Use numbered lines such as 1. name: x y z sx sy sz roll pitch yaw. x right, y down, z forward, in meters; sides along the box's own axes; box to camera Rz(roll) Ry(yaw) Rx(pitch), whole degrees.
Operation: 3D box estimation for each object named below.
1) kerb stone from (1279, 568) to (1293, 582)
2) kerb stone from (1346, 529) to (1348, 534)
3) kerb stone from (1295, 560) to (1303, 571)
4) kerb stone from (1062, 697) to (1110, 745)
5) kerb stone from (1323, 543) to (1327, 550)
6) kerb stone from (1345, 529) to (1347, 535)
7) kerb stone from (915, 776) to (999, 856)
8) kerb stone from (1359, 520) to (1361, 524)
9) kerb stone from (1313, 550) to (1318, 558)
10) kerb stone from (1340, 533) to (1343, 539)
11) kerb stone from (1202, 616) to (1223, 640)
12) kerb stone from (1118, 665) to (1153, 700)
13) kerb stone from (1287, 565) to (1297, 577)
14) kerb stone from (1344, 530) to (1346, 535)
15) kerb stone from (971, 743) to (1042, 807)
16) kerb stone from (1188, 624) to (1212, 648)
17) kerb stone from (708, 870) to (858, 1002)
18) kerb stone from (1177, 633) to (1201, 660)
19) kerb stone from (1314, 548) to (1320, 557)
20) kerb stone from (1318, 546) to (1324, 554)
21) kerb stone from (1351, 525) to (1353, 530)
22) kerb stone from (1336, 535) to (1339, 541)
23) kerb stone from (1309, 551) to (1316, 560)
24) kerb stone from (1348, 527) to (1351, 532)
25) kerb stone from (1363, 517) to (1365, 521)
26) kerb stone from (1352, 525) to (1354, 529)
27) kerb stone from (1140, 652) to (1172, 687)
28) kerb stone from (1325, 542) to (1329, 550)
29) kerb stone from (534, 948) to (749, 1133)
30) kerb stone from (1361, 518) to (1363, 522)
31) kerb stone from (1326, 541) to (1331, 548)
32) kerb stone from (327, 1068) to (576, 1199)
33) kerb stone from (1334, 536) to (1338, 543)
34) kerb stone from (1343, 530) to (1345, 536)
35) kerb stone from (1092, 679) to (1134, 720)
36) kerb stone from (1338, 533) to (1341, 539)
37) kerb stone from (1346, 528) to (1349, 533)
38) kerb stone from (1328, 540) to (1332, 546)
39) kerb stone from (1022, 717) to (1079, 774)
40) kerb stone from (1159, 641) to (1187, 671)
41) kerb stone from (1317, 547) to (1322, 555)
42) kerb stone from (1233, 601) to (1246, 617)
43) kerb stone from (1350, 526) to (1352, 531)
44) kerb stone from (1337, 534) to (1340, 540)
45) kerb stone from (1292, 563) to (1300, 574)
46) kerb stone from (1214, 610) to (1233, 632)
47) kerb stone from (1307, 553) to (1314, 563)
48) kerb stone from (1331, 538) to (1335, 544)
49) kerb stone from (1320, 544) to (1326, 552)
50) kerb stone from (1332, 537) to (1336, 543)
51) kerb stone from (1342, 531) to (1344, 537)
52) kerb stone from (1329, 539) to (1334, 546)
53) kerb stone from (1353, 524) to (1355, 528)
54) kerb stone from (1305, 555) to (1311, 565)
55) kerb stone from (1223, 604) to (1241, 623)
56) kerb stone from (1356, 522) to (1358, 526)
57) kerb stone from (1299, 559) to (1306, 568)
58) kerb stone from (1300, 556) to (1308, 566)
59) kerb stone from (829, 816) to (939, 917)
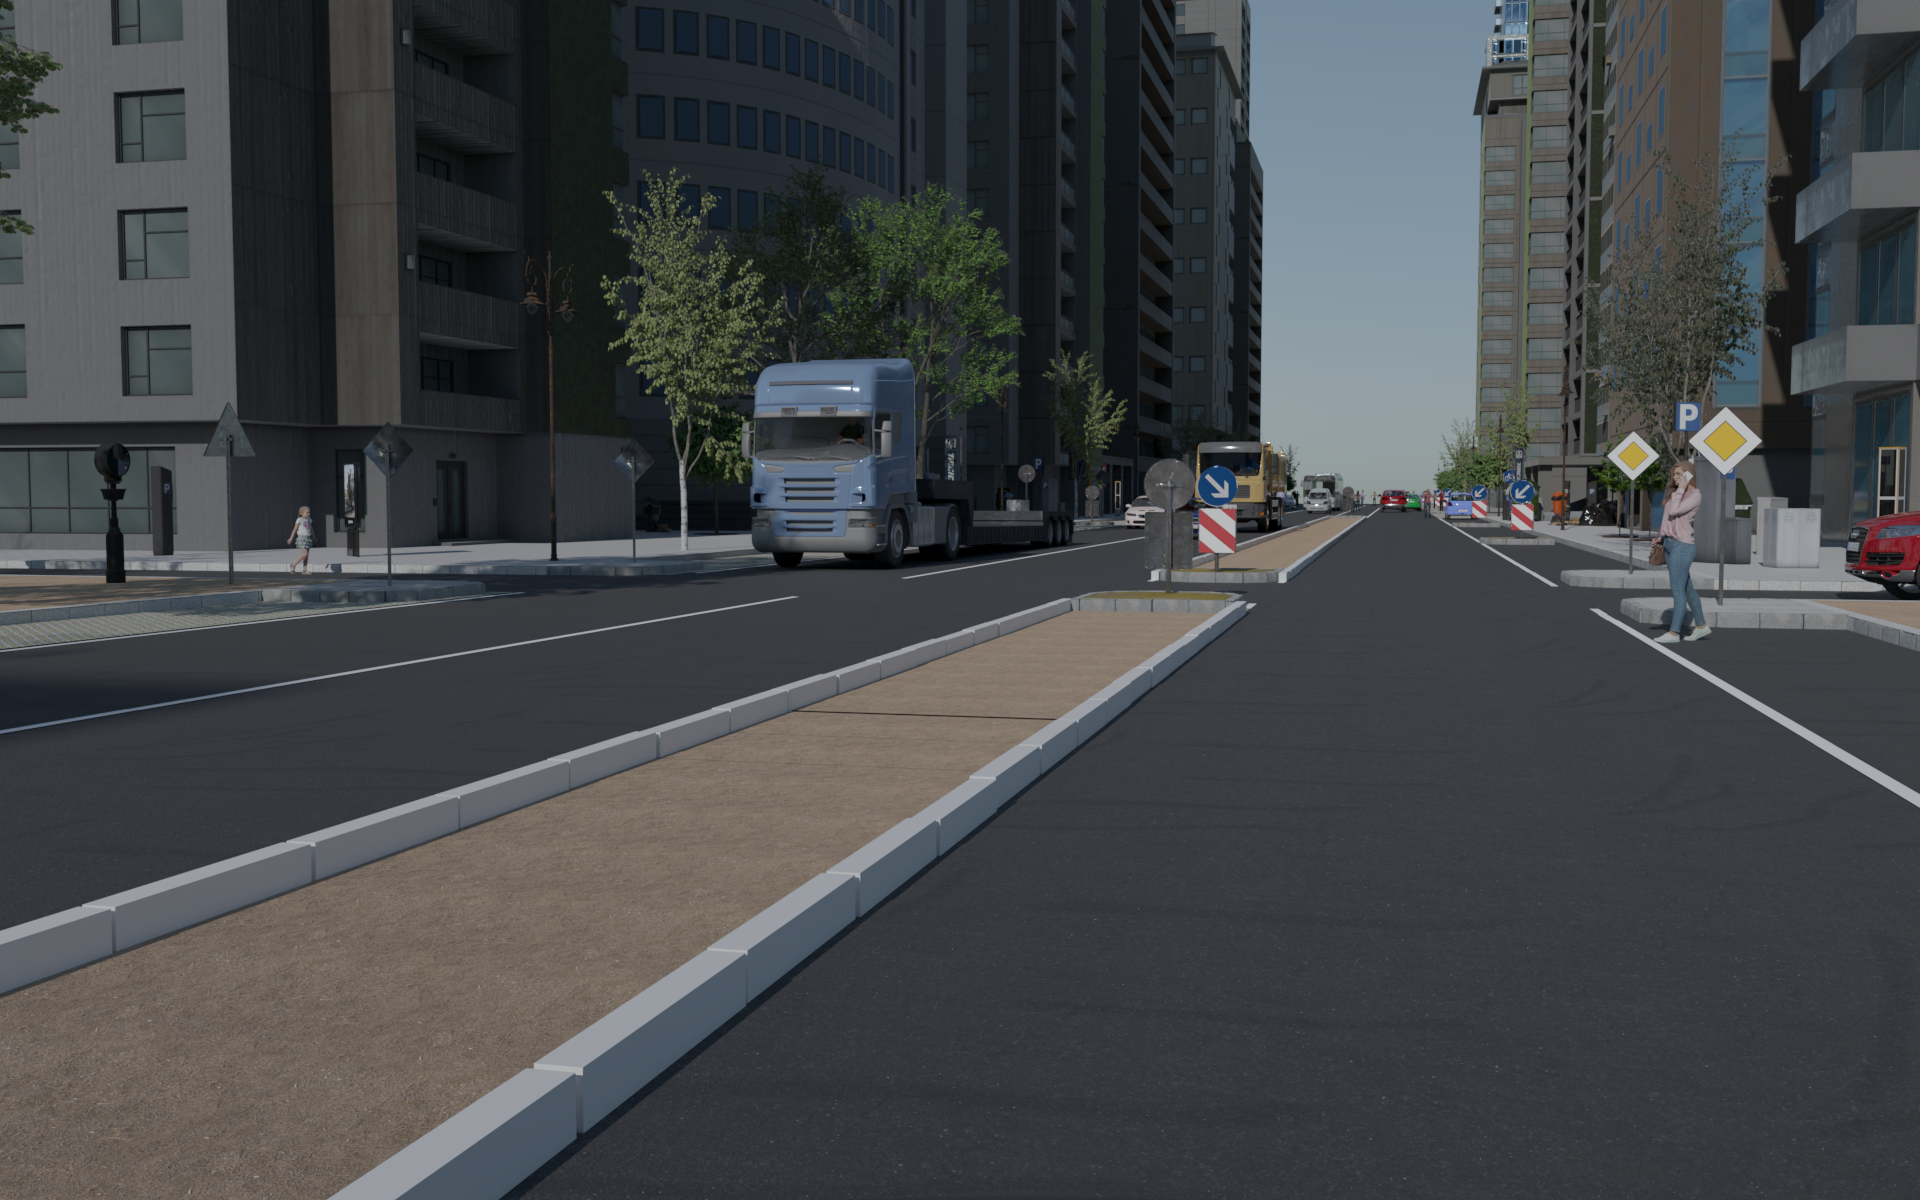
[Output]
1. kerb stone: 5.393 -0.398 28.779 0.120 0.150 1.000 1 4 14
2. kerb stone: 13.185 -2.280 59.560 0.120 0.150 1.000 1 4 14
3. kerb stone: 6.157 -0.585 31.752 0.120 0.150 1.000 1 4 14
4. kerb stone: 0.737 0.727 10.343 0.120 0.150 1.000 1 4 14
5. kerb stone: 8.905 -1.252 42.662 0.120 0.150 1.000 1 4 14
6. kerb stone: 12.940 -2.223 58.566 0.120 0.150 1.000 1 4 14
7. kerb stone: -0.015 0.913 7.352 0.120 0.150 1.000 1 4 14
8. kerb stone: 17.966 -3.437 78.461 0.120 0.150 1.000 1 4 14
9. kerb stone: 7.652 -0.949 37.705 0.120 0.150 1.000 1 4 14
10. kerb stone: 11.682 -1.920 53.585 0.120 0.150 1.000 1 4 14
11. kerb stone: 2.494 0.299 17.299 0.120 0.150 1.000 1 4 14
12. kerb stone: 1.228 0.606 12.333 0.120 0.150 1.000 1 4 14
13. kerb stone: 5.655 -0.463 29.770 0.120 0.150 1.000 1 4 14
14. kerb stone: 12.683 -2.162 57.566 0.120 0.150 1.000 1 4 14
15. kerb stone: 0.225 0.847 8.348 0.120 0.150 1.000 1 4 14
16. kerb stone: 2.236 0.360 16.303 0.120 0.150 1.000 1 4 14
17. kerb stone: -0.533 1.029 5.368 0.120 0.150 1.000 1 4 14
18. kerb stone: 1.990 0.428 15.311 0.120 0.150 1.000 1 4 14
19. kerb stone: 7.908 -1.007 38.695 0.120 0.150 1.000 1 4 14
20. kerb stone: 8.408 -1.123 40.680 0.120 0.150 1.000 1 4 14
21. kerb stone: 14.695 -2.649 65.511 0.120 0.150 1.000 1 4 14
22. kerb stone: 10.919 -1.735 50.608 0.120 0.150 1.000 1 4 14
23. kerb stone: 7.414 -0.885 36.711 0.120 0.150 1.000 1 4 14
24. kerb stone: 13.942 -2.463 62.539 0.120 0.150 1.000 1 4 14
25. kerb stone: 20.239 -3.988 87.398 0.120 0.150 1.000 1 4 14
26. kerb stone: 14.947 -2.710 66.510 0.120 0.150 1.000 1 4 14
27. kerb stone: 1.489 0.543 13.321 0.120 0.150 1.000 1 4 14
28. kerb stone: 9.162 -1.312 43.651 0.120 0.150 1.000 1 4 14
29. kerb stone: -0.779 1.090 4.376 0.120 0.150 1.000 1 4 14
30. kerb stone: 19.471 -3.803 84.411 0.120 0.150 1.000 1 4 14
31. kerb stone: 9.412 -1.373 44.645 0.120 0.150 1.000 1 4 14
32. kerb stone: -1.033 1.152 3.377 0.120 0.150 1.000 1 4 14
33. kerb stone: 10.670 -1.677 49.617 0.120 0.150 1.000 1 4 14
34. kerb stone: 12.432 -2.103 56.575 0.120 0.150 1.000 1 4 14
35. kerb stone: 0.987 0.665 11.339 0.120 0.150 1.000 1 4 14
36. kerb stone: 11.421 -1.859 52.590 0.120 0.150 1.000 1 4 14
37. kerb stone: 13.436 -2.346 60.558 0.120 0.150 1.000 1 4 14
38. kerb stone: 9.659 -1.434 45.636 0.120 0.150 1.000 1 4 14
39. kerb stone: 0.482 0.786 9.351 0.120 0.150 1.000 1 4 14
40. kerb stone: 1.739 0.482 14.320 0.120 0.150 1.000 1 4 14
41. kerb stone: 8.162 -1.069 39.688 0.120 0.150 1.000 1 4 14
42. kerb stone: 3.250 0.120 20.278 0.120 0.150 1.000 1 4 14
43. kerb stone: 14.447 -2.587 64.519 0.120 0.150 1.000 1 4 14
44. kerb stone: 11.173 -1.796 51.598 0.120 0.150 1.000 1 4 14
45. kerb stone: 5.911 -0.524 30.760 0.120 0.150 1.000 1 4 14
46. kerb stone: 2.746 0.239 18.290 0.120 0.150 1.000 1 4 14
47. kerb stone: 7.156 -0.827 35.720 0.120 0.150 1.000 1 4 14
48. kerb stone: 10.164 -1.555 47.625 0.120 0.150 1.000 1 4 14
49. kerb stone: 8.658 -1.191 41.670 0.120 0.150 1.000 1 4 14
50. kerb stone: 10.419 -1.616 48.623 0.120 0.150 1.000 1 4 14
51. kerb stone: 12.179 -2.041 55.584 0.120 0.150 1.000 1 4 14
52. kerb stone: 9.916 -1.494 46.628 0.120 0.150 1.000 1 4 14
53. kerb stone: 15.451 -2.831 68.509 0.120 0.150 1.000 1 4 14
54. kerb stone: 6.900 -0.767 34.731 0.120 0.150 1.000 1 4 14
55. kerb stone: 2.994 0.178 19.286 0.120 0.150 1.000 1 4 14
56. kerb stone: 16.697 -3.136 73.473 0.120 0.150 1.000 1 4 14
57. kerb stone: 6.398 -0.638 32.750 0.120 0.150 1.000 1 4 14
58. kerb stone: 6.648 -0.706 33.741 0.120 0.150 1.000 1 4 14
59. kerb stone: -0.274 0.968 6.362 0.120 0.150 1.000 1 4 14
